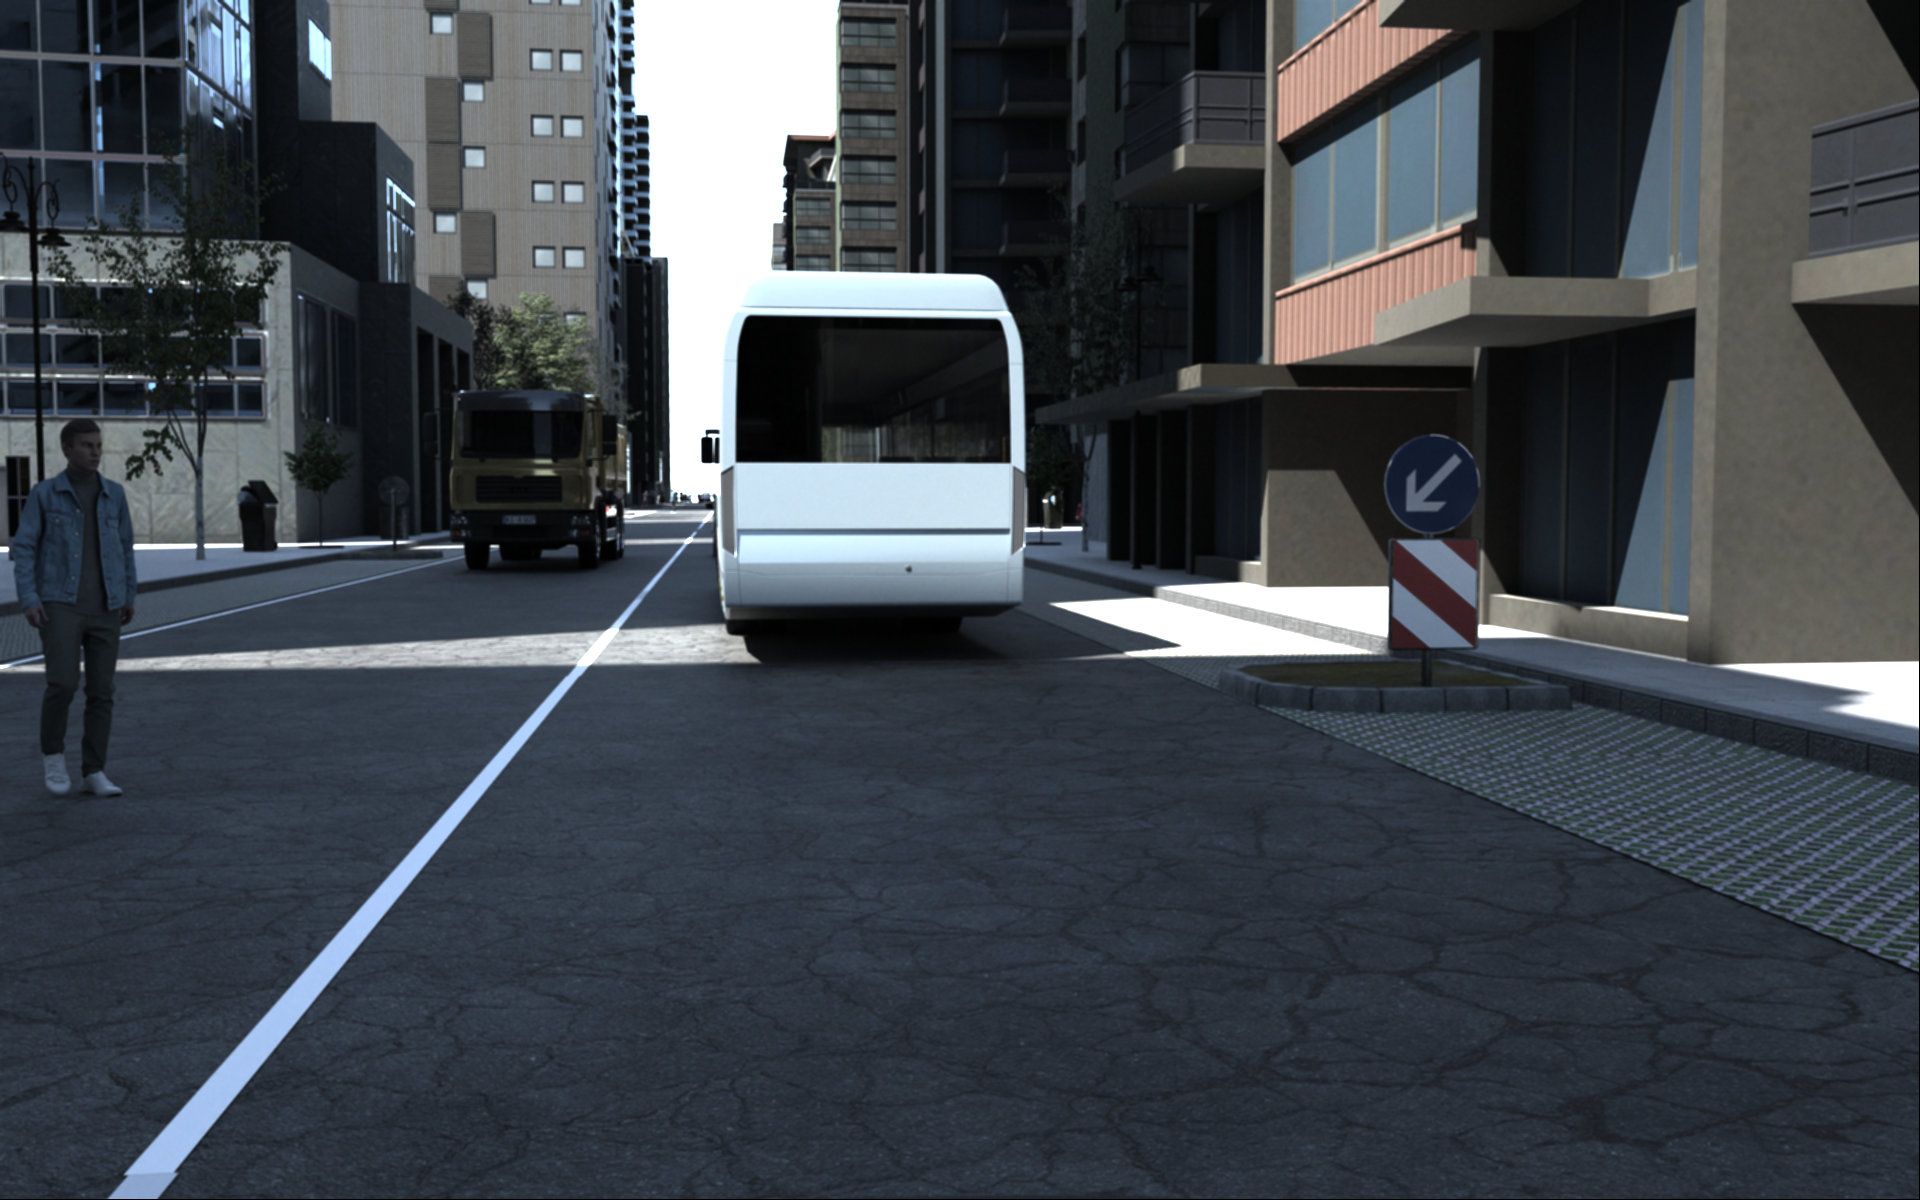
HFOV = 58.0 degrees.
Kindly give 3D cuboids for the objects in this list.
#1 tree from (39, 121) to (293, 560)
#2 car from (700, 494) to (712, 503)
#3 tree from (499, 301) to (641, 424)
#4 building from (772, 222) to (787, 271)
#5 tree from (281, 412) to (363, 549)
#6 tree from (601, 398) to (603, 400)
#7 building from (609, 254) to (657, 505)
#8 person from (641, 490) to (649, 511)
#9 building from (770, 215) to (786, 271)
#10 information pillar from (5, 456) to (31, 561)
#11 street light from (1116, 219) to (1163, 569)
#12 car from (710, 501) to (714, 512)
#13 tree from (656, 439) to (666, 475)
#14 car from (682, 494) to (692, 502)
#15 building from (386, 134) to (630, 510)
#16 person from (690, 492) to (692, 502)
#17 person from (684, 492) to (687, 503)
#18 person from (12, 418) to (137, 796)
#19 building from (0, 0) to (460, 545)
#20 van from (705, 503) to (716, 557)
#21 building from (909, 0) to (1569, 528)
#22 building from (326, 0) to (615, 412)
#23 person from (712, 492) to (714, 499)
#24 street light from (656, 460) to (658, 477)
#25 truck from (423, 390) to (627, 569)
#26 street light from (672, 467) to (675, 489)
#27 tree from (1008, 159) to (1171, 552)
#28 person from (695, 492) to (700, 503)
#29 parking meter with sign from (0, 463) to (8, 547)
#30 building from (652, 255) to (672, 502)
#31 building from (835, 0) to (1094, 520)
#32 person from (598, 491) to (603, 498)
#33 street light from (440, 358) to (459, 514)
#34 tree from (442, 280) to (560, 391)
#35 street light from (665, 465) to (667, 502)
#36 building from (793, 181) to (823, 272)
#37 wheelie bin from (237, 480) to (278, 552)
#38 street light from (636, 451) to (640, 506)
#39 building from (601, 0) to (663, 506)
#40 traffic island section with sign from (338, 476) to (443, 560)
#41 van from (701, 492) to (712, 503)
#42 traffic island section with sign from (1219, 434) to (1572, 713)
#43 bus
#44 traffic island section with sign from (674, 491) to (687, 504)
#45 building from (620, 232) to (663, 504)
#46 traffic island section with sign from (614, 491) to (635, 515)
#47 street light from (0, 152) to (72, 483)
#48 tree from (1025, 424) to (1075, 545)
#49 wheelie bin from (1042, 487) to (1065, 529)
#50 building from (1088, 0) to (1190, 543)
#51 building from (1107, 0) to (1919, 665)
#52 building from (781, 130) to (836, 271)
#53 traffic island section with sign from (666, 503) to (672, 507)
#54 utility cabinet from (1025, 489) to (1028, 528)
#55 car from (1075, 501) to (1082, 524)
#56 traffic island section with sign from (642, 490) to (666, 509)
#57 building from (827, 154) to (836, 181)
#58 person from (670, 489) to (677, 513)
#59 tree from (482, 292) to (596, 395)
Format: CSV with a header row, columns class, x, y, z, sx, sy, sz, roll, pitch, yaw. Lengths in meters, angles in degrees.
class,x,y,z,sx,sy,sz,roll,pitch,yaw
tree,-15.128,-5.099,33.738,4.737,8.622,4.395,0,3,0
car,-39.748,-15.944,269.719,2.155,1.783,4.494,0,4,-8
tree,-25.382,-12.214,110.069,12.009,13.543,11.850,0,3,0
building,-21.396,-35.416,262.643,14.154,41.232,14.086,0,4,-8
tree,-15.349,-2.849,41.184,1.663,3.219,1.824,0,3,0
tree,-27.493,-11.017,130.497,4.360,8.622,3.978,0,3,0
building,-44.143,-26.745,208.983,14.160,30.474,14.107,0,4,-8
person,-27.252,-8.623,149.933,0.683,1.767,0.568,-1,4,-17
building,-21.329,-41.101,295.696,21.300,48.544,21.600,0,4,-8
information pillar,-18.195,-1.774,33.498,0.304,2.012,0.304,1,4,14
street light,3.022,-3.463,29.402,0.468,5.910,1.993,0,4,-8
car,-10.562,-4.313,80.110,1.945,1.707,3.694,-1,4,-9
tree,-39.630,-16.564,221.179,4.737,8.622,4.395,0,3,0
car,-46.731,-17.320,295.181,2.014,1.417,4.499,0,4,-8
building,-46.405,-53.308,184.259,22.319,86.520,31.000,0,4,-8
person,-46.934,-17.928,301.482,0.599,1.838,0.709,0,4,7
person,-43.305,-16.124,273.051,0.541,1.710,0.530,0,4,-5
person,-4.176,0.039,8.207,0.444,1.785,0.601,3,5,43
building,-32.341,-45.117,50.341,31.000,86.520,22.319,0,4,-8
van,-4.983,-2.065,40.776,2.013,2.044,4.112,0,4,-8
building,10.288,-26.230,83.480,28.867,44.769,22.147,0,4,-8
building,-45.603,-34.661,155.944,28.713,52.752,27.495,0,4,-8
person,-41.678,-17.395,293.045,1.348,1.807,0.705,1,4,12
street light,-40.277,-15.722,229.843,0.468,5.910,1.993,0,4,-8
truck,-8.428,-2.406,35.260,3.469,3.379,9.791,0,4,-7
street light,-49.636,-20.027,300.229,0.468,5.910,1.993,0,4,-8
tree,2.772,-5.401,38.665,4.360,8.622,3.978,0,3,0
person,-40.060,-15.621,264.433,0.750,1.759,0.617,-2,4,-35
parking meter with sign,-23.033,-2.793,41.925,1.738,3.016,0.543,-2,4,-30
building,-55.719,-37.033,289.081,14.154,41.232,14.086,0,4,-8
building,-0.574,-20.345,104.343,14.160,30.474,14.107,0,4,-8
person,-10.509,-2.555,50.546,0.520,1.790,0.573,1,4,19
street light,-17.339,-5.275,59.040,0.468,5.910,1.993,0,4,-8
tree,-21.004,-8.682,76.356,7.601,10.594,8.767,0,4,-2
street light,-44.904,-17.868,264.936,0.468,5.910,1.993,0,4,-8
building,-8.628,-23.924,162.853,14.160,30.474,14.107,0,4,-8
wheelie bin,-15.766,-1.891,38.828,0.693,1.594,0.980,0,4,8
street light,-33.852,-12.802,182.102,0.468,5.910,1.993,0,4,-8
building,-56.982,-58.231,264.745,22.319,86.520,31.000,0,4,-8
traffic island section with sign,-12.566,-1.819,38.372,1.989,1.847,2.006,0,4,-8
van,-41.340,-16.819,282.001,2.013,2.044,4.112,-1,4,-9
traffic island section with sign,2.922,-0.220,12.227,1.989,1.847,2.006,0,4,-8
bus,-1.667,-1.598,20.979,2.948,3.499,13.247,-1,4,-8
traffic island section with sign,-41.111,-14.858,251.552,1.989,1.847,2.006,0,4,-8
building,-57.611,-33.399,237.948,32.217,40.220,23.993,0,4,-8
traffic island section with sign,-23.391,-6.764,119.219,1.989,1.847,2.006,0,4,-8
street light,-12.719,-3.125,23.886,0.468,5.910,1.993,0,4,-8
tree,2.183,-3.015,43.900,1.663,3.219,1.824,0,3,0
wheelie bin,3.398,-3.371,63.028,0.693,1.594,0.980,-1,4,-18
building,10.157,-17.067,50.741,14.160,30.474,14.107,0,4,-8
building,14.048,-22.416,21.130,22.147,44.769,28.867,0,4,-8
building,-10.189,-33.928,209.351,22.147,44.769,28.867,0,4,-8
traffic island section with sign,-33.792,-11.514,196.888,1.989,1.847,2.006,0,4,-8
utility cabinet,1.932,-3.438,64.895,1.173,1.500,0.318,1,4,17
car,6.881,-3.703,69.584,4.494,1.783,2.155,0,4,-7
traffic island section with sign,-30.183,-9.870,170.007,1.989,1.847,2.006,0,4,-8
building,-1.112,-30.058,183.324,32.217,40.220,23.993,0,4,-8
person,-21.836,-7.565,132.208,0.620,1.820,0.660,1,4,12
tree,-23.890,-10.993,97.861,7.486,12.596,7.792,0,3,0
